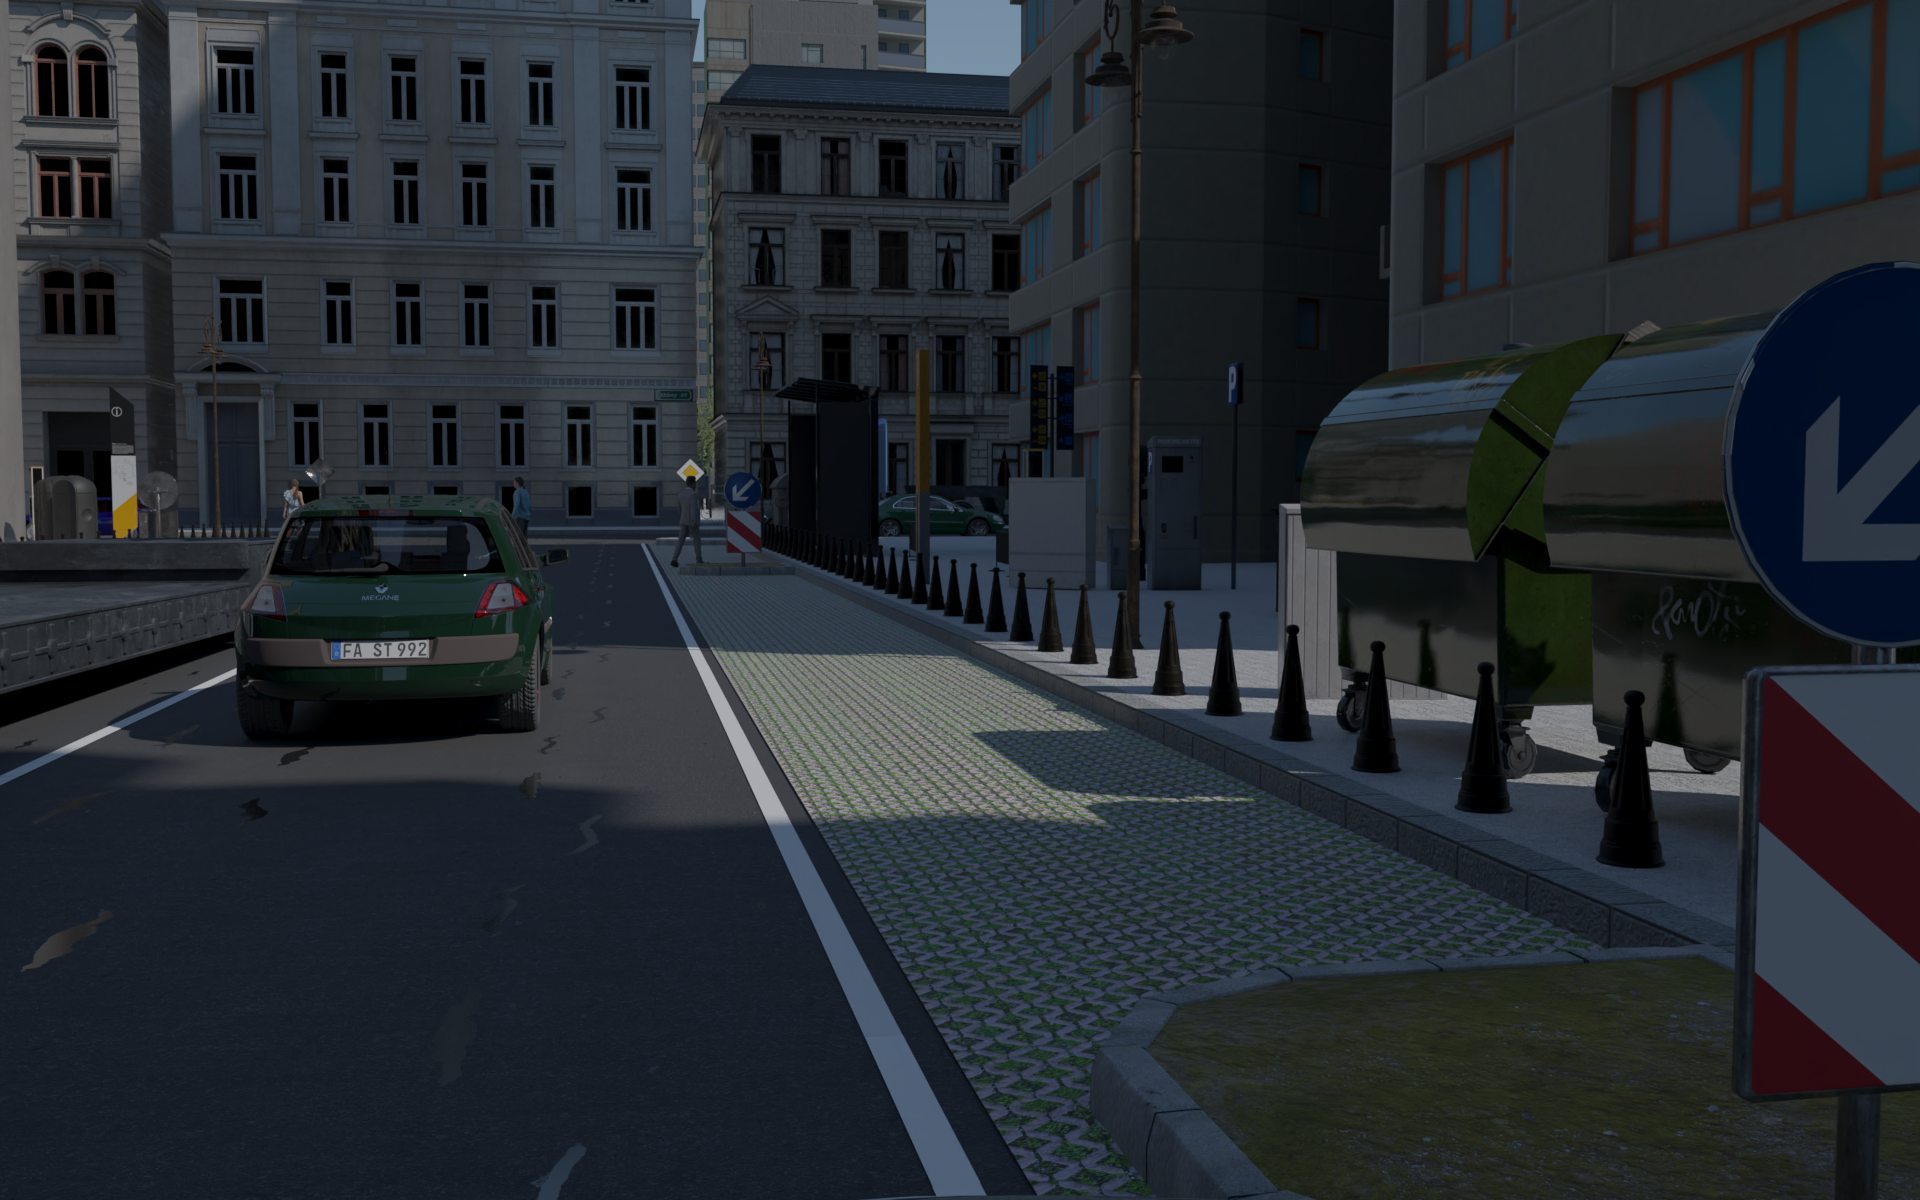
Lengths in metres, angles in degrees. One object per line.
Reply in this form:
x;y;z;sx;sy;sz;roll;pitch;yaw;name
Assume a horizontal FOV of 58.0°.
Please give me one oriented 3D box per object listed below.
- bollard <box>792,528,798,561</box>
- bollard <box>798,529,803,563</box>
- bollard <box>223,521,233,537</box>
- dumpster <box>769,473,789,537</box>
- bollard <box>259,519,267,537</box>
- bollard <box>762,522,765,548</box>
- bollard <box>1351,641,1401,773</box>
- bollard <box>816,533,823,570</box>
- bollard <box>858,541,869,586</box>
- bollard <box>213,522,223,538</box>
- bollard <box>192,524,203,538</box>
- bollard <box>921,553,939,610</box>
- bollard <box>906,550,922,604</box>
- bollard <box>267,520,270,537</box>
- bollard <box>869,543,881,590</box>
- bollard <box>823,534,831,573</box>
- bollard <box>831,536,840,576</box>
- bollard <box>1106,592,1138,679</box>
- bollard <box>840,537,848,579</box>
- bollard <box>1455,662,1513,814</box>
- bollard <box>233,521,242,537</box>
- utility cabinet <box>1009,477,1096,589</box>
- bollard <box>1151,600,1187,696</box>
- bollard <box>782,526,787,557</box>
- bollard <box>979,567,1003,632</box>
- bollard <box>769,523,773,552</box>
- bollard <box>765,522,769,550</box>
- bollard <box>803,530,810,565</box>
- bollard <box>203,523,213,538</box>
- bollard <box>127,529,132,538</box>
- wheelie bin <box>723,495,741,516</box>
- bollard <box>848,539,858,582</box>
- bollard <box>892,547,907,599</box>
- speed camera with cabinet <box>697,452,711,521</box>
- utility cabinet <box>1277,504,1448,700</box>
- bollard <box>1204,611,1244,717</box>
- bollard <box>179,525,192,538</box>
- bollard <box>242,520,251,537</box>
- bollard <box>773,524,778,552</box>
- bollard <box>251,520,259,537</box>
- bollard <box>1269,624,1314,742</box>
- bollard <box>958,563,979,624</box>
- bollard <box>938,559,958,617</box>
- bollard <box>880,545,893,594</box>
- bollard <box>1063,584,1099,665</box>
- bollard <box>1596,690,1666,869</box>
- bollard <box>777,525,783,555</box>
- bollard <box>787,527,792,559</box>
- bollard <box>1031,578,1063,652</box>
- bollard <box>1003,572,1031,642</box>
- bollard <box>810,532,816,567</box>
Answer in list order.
-3.061;-1.061;33.394;0.229;0.601;0.229;0;3;0;bollard
-2.863;-1.000;32.387;0.229;0.601;0.229;0;3;0;bollard
-17.877;-1.592;42.070;0.229;0.601;0.229;0;3;0;bollard
-4.233;-2.393;44.883;1.264;1.857;1.865;-1;4;-11;dumpster
-18.674;-1.840;46.119;0.229;0.601;0.229;0;3;0;bollard
-4.459;-1.494;40.467;0.229;0.601;0.229;0;3;0;bollard
1.937;0.489;8.046;0.229;0.601;0.229;0;3;0;bollard
-2.264;-0.813;29.338;0.229;0.601;0.229;0;3;0;bollard
-1.266;-0.504;24.280;0.229;0.601;0.229;0;3;0;bollard
-17.676;-1.530;41.052;0.229;0.601;0.229;0;3;0;bollard
-17.276;-1.406;39.025;0.229;0.601;0.229;0;3;0;bollard
-0.267;-0.194;19.206;0.229;0.601;0.229;0;3;0;bollard
-0.466;-0.256;20.227;0.229;0.601;0.229;0;3;0;bollard
-18.876;-1.902;47.135;0.229;0.601;0.229;0;3;0;bollard
-1.063;-0.441;23.259;0.229;0.601;0.229;0;3;0;bollard
-2.066;-0.752;28.331;0.229;0.601;0.229;0;3;0;bollard
-1.864;-0.689;27.313;0.229;0.601;0.229;0;3;0;bollard
1.135;0.241;12.099;0.229;0.601;0.229;0;3;0;bollard
-1.663;-0.628;26.306;0.229;0.601;0.229;0;3;0;bollard
2.133;0.551;7.038;0.229;0.601;0.229;0;3;0;bollard
-18.078;-1.654;43.082;0.229;0.601;0.229;0;3;0;bollard
1.246;-0.897;23.345;1.173;1.500;0.318;2;4;31;utility cabinet
1.338;0.303;11.082;0.229;0.601;0.229;0;3;0;bollard
-3.460;-1.185;35.409;0.229;0.601;0.229;0;3;0;bollard
0.338;-0.007;16.154;0.229;0.601;0.229;0;3;0;bollard
-4.059;-1.370;38.443;0.229;0.601;0.229;0;3;0;bollard
-4.265;-1.432;39.458;0.229;0.601;0.229;0;3;0;bollard
-2.668;-0.938;31.376;0.229;0.601;0.229;0;3;0;bollard
-17.478;-1.468;40.044;0.229;0.601;0.229;0;3;0;bollard
-16.277;-1.096;33.955;0.229;0.601;0.229;0;3;0;bollard
-8.466;-3.489;64.946;0.693;1.594;0.980;2;4;34;wheelie bin
-1.468;-0.566;25.298;0.229;0.601;0.229;0;3;0;bollard
-0.667;-0.318;21.234;0.229;0.601;0.229;0;3;0;bollard
-11.477;-5.357;81.929;2.038;3.252;0.660;0;4;1;speed camera with cabinet
2.536;0.016;10.898;1.020;1.237;0.306;0;4;2;utility cabinet
1.539;0.365;10.076;0.229;0.601;0.229;0;3;0;bollard
-17.076;-1.344;38.018;0.229;0.601;0.229;0;3;0;bollard
-18.279;-1.716;44.102;0.229;0.601;0.229;0;3;0;bollard
-3.863;-1.308;37.435;0.229;0.601;0.229;0;3;0;bollard
-18.474;-1.778;45.110;0.229;0.601;0.229;0;3;0;bollard
1.736;0.427;9.054;0.229;0.601;0.229;0;3;0;bollard
0.136;-0.069;17.177;0.229;0.601;0.229;0;3;0;bollard
-0.067;-0.132;18.199;0.229;0.601;0.229;0;3;0;bollard
-0.864;-0.379;22.242;0.229;0.601;0.229;0;3;0;bollard
0.937;0.179;13.112;0.229;0.601;0.229;0;3;0;bollard
2.338;0.613;6.022;0.229;0.601;0.229;0;3;0;bollard
-3.662;-1.247;36.425;0.229;0.601;0.229;0;3;0;bollard
-3.264;-1.123;34.401;0.229;0.601;0.229;0;3;0;bollard
0.738;0.117;14.121;0.229;0.601;0.229;0;3;0;bollard
0.539;0.055;15.147;0.229;0.601;0.229;0;3;0;bollard
-2.464;-0.875;30.345;0.229;0.601;0.229;0;3;0;bollard
